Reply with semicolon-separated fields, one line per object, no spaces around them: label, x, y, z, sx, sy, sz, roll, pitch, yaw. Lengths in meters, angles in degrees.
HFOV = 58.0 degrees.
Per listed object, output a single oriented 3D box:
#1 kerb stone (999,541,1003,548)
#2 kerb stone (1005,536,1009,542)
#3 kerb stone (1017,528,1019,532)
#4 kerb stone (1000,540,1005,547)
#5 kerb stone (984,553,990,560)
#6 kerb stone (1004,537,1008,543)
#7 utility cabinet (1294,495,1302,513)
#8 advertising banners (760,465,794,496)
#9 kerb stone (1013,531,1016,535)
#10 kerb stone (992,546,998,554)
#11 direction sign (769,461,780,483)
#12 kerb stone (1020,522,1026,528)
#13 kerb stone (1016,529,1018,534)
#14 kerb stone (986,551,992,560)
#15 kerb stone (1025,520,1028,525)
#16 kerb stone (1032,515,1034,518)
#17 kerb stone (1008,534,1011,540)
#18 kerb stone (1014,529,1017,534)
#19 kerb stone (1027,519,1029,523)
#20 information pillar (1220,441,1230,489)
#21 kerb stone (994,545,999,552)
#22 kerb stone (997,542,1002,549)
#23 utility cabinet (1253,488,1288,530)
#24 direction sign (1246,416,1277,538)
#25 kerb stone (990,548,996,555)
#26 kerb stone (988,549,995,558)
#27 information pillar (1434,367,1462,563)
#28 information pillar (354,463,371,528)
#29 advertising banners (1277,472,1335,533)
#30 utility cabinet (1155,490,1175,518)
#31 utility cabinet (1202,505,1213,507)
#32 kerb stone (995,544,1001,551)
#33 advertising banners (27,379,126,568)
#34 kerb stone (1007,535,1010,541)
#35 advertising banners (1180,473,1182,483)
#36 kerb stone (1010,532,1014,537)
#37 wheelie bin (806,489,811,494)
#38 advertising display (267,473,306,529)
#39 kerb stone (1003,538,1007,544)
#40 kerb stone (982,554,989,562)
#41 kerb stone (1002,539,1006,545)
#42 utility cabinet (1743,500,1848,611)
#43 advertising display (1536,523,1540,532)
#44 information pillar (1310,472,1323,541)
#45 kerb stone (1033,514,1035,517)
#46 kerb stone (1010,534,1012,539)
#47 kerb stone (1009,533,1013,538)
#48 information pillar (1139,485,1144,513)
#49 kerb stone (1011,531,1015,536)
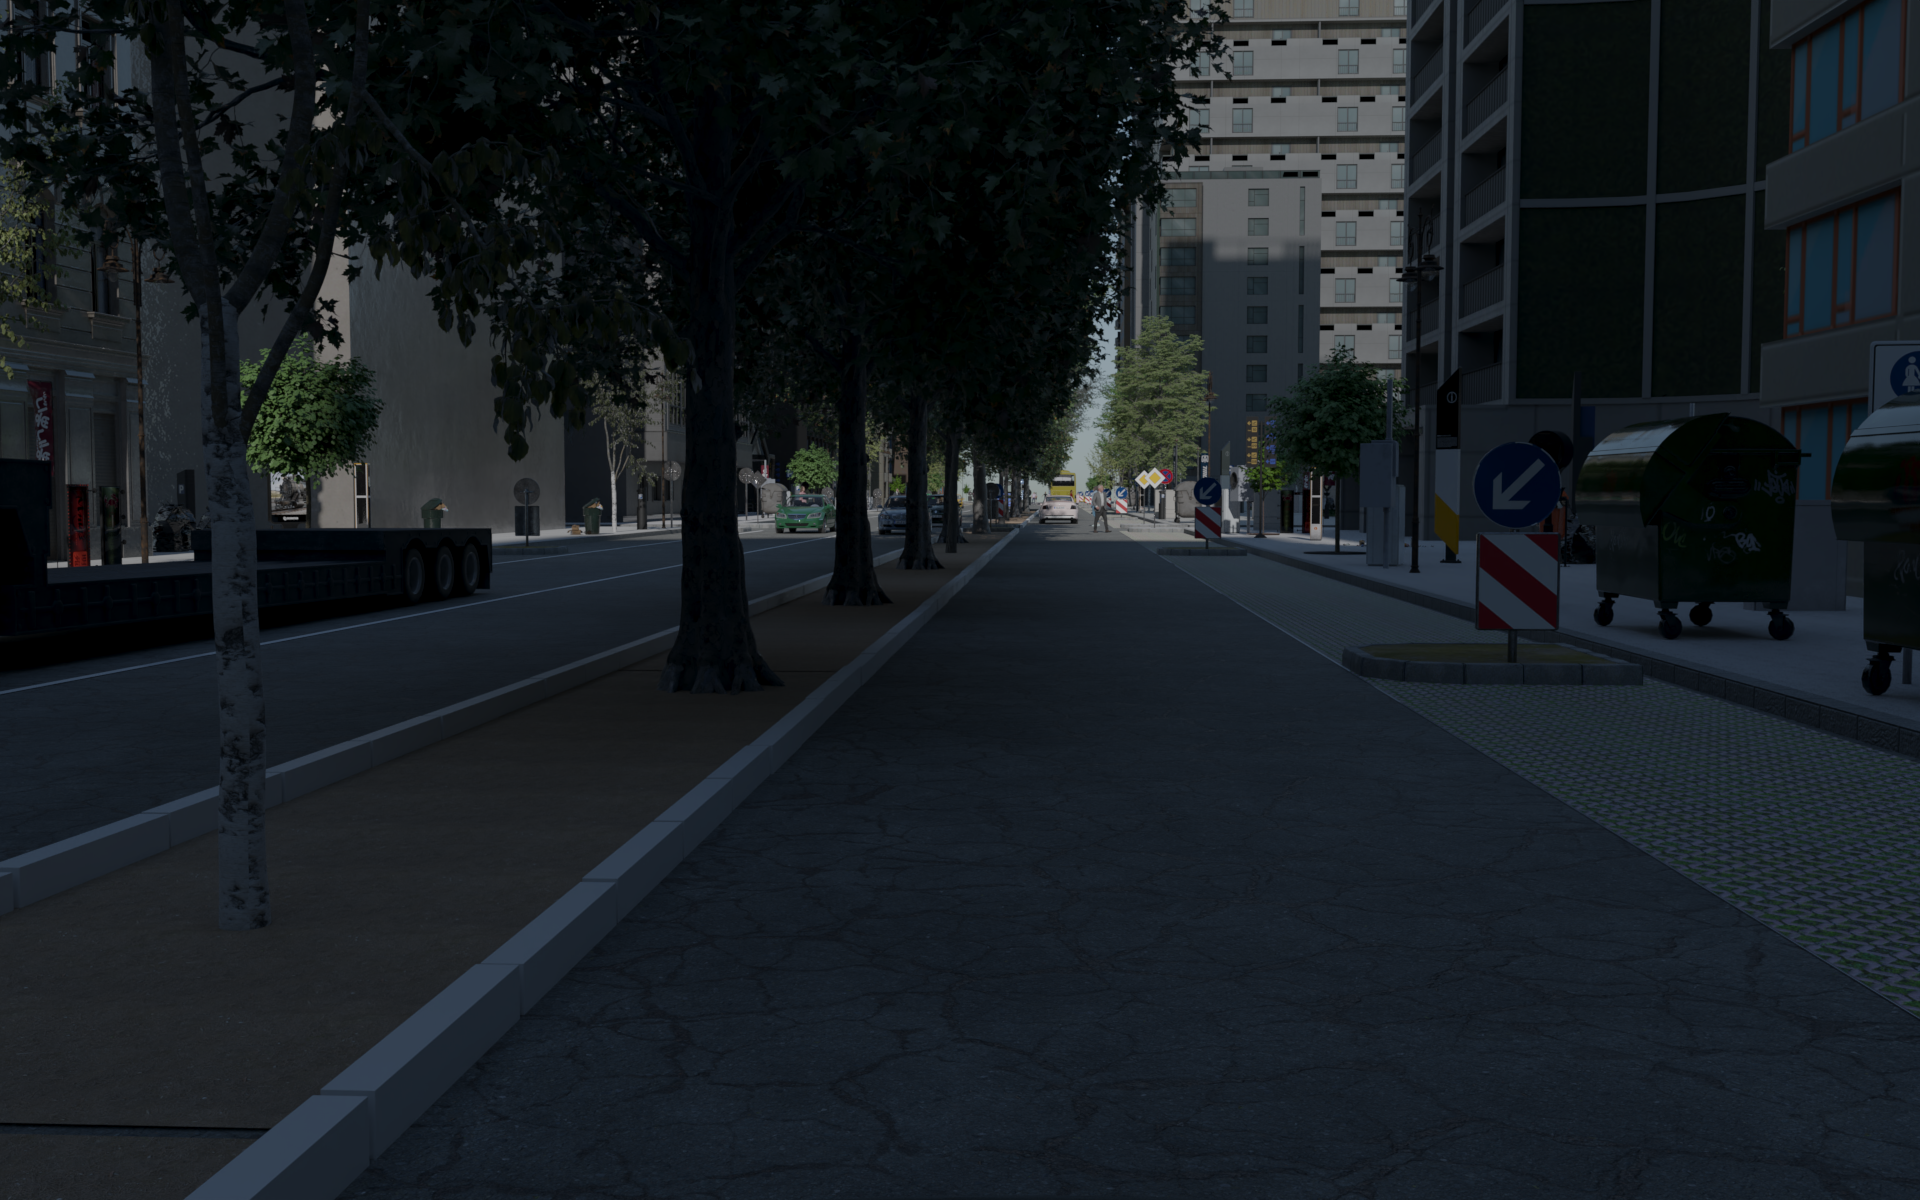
kerb stone;0.968;-1.346;44.203;0.120;0.150;1.000;0;4;3
kerb stone;1.258;-1.660;49.330;0.120;0.150;1.000;0;4;3
kerb stone;1.952;-2.411;61.612;0.120;0.150;1.000;0;4;3
kerb stone;1.029;-1.408;45.223;0.120;0.150;1.000;0;4;3
kerb stone;0.500;-0.843;35.992;0.120;0.150;1.000;0;4;3
kerb stone;1.198;-1.595;48.303;0.120;0.150;1.000;0;4;3
utility cabinet;22.963;-6.537;118.034;0.306;1.237;1.020;-1;4;-17
advertising banners;-11.046;-6.637;104.699;2.074;3.025;0.090;0;4;5
kerb stone;1.662;-2.096;56.494;0.120;0.150;1.000;0;4;3
kerb stone;0.739;-1.091;40.084;0.120;0.150;1.000;0;4;3
direction sign;-12.825;-7.791;119.378;0.876;3.537;0.379;0;4;8
kerb stone;2.616;-3.132;73.411;0.120;0.150;1.000;0;4;3
kerb stone;1.830;-2.285;59.560;0.120;0.150;1.000;0;4;3
kerb stone;0.554;-0.905;37.022;0.120;0.150;1.000;0;4;3
kerb stone;2.901;-3.445;78.529;0.120;0.150;1.000;0;4;3
kerb stone;3.889;-4.508;95.907;0.120;0.150;1.000;0;4;3
kerb stone;1.376;-1.785;51.377;0.120;0.150;1.000;0;4;3
kerb stone;1.778;-2.223;58.535;0.120;0.150;1.000;0;4;3
kerb stone;3.015;-3.570;80.570;0.120;0.150;1.000;0;4;3
information pillar;11.779;-5.234;76.923;0.504;3.616;0.183;-2;4;-32
kerb stone;0.792;-1.157;41.116;0.120;0.150;1.000;0;4;3
kerb stone;0.912;-1.283;43.168;0.120;0.150;1.000;0;4;3
utility cabinet;10.937;-3.201;61.011;1.173;1.500;0.318;1;4;11
direction sign;8.796;-3.585;50.619;0.876;3.537;0.379;0;4;7
kerb stone;0.680;-1.032;39.064;0.120;0.150;1.000;0;4;3
kerb stone;0.625;-0.965;38.042;0.120;0.150;1.000;0;4;3
information pillar;9.070;-2.495;32.155;0.183;3.616;0.504;-3;5;-42
information pillar;-14.308;-2.264;41.508;0.304;2.012;0.304;0;4;-6
advertising banners;11.374;-3.688;56.487;2.074;3.025;0.090;0;4;-8
utility cabinet;10.827;-5.044;91.141;1.173;1.500;0.318;1;4;11
utility cabinet;11.713;-4.402;83.133;1.020;1.237;0.306;-3;5;-41
kerb stone;0.855;-1.220;42.144;0.120;0.150;1.000;0;4;3
advertising banners;-13.999;-1.914;27.489;0.090;3.025;2.074;1;4;12
kerb stone;1.311;-1.722;50.354;0.120;0.150;1.000;0;4;3
advertising banners;15.963;-7.802;123.749;0.090;3.025;2.074;2;4;24
kerb stone;1.547;-1.973;54.446;0.120;0.150;1.000;0;4;3
wheelie bin;-9.105;-5.750;101.927;0.693;1.594;0.980;1;4;19
advertising display;-15.759;-2.169;40.673;0.123;1.923;0.974;3;5;43
kerb stone;1.144;-1.530;47.271;0.120;0.150;1.000;0;4;3
kerb stone;0.449;-0.775;34.971;0.120;0.150;1.000;0;4;3
kerb stone;1.089;-1.471;46.250;0.120;0.150;1.000;0;4;3
utility cabinet;9.226;-0.487;19.127;1.020;1.237;0.306;0;4;-1
advertising display;12.408;-1.921;36.630;0.123;1.923;0.974;0;4;1
information pillar;9.818;-2.642;47.693;0.304;2.012;0.304;1;4;17
kerb stone;4.062;-4.696;98.976;0.120;0.150;1.000;0;4;3
kerb stone;1.431;-1.848;52.405;0.120;0.150;1.000;0;4;3
kerb stone;1.493;-1.910;53.425;0.120;0.150;1.000;0;4;3
information pillar;12.079;-6.775;115.260;0.304;2.012;0.304;-1;4;-14
kerb stone;1.607;-2.029;55.473;0.120;0.150;1.000;0;4;3
